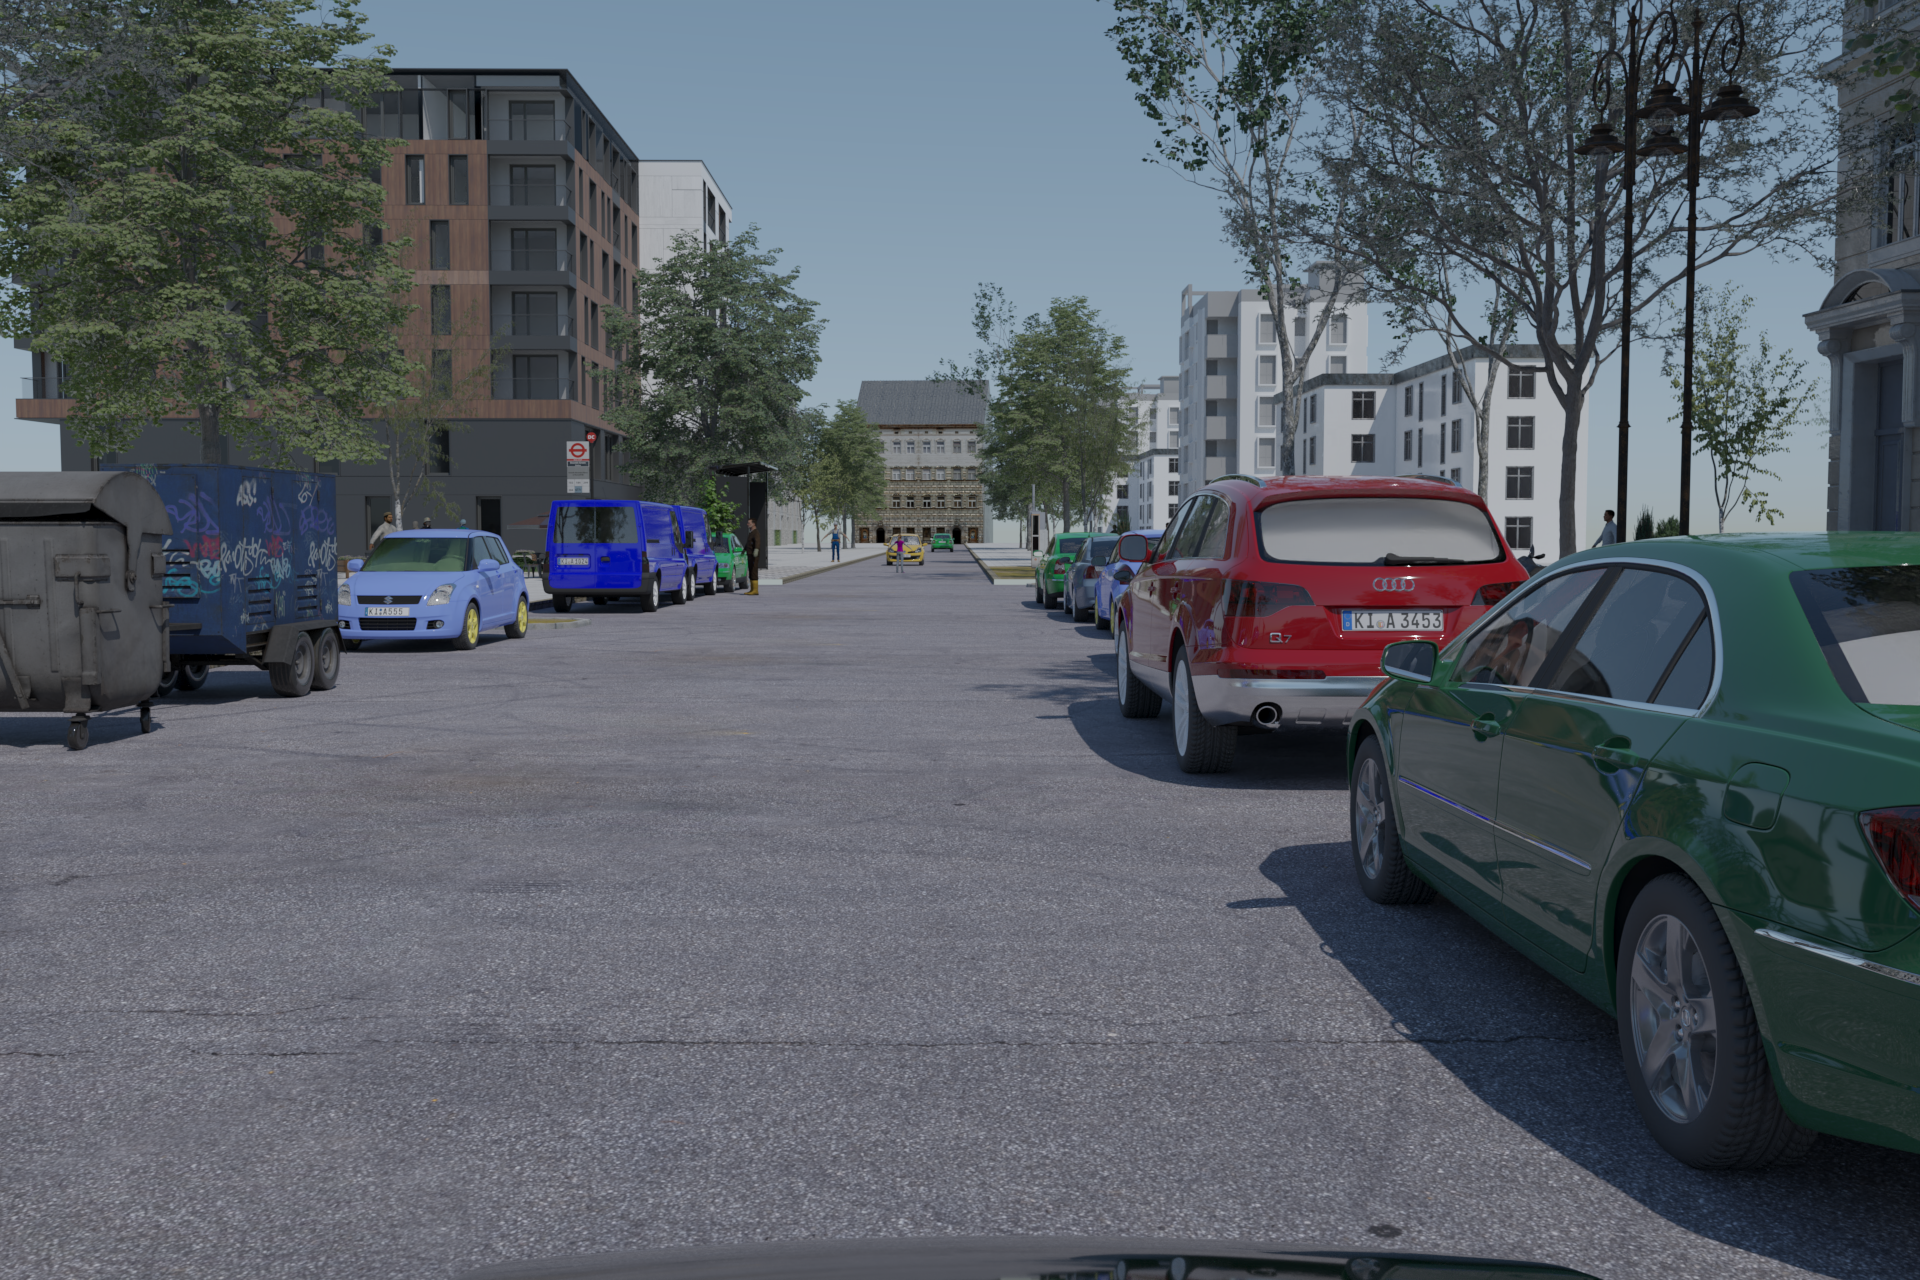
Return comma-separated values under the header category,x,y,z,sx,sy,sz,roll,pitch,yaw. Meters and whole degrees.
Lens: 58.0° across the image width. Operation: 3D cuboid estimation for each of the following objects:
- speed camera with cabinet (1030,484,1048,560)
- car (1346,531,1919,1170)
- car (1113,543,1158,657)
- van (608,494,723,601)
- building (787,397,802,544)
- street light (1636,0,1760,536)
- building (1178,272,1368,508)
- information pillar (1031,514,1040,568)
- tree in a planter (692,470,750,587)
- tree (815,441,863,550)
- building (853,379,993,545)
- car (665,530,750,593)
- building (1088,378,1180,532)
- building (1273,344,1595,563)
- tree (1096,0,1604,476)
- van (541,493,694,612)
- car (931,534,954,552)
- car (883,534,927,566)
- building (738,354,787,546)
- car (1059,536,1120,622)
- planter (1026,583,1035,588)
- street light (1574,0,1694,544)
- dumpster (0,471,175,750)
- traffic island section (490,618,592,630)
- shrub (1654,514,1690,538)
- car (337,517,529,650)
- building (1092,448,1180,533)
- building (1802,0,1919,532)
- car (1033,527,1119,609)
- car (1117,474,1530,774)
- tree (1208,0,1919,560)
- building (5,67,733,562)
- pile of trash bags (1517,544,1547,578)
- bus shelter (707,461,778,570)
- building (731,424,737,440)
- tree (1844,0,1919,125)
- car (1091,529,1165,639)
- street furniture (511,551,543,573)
category,x,y,z,sx,sy,sz,roll,pitch,yaw
speed camera with cabinet,3.126,-4.529,68.390,0.660,3.252,2.038,0,4,-1
car,2.513,0.395,5.343,2.131,1.459,4.920,0,4,-1
car,2.670,-0.381,18.240,2.014,1.417,4.499,0,4,-1
van,-6.644,-2.102,38.757,2.240,2.365,5.245,0,4,0
building,-29.634,-21.554,218.870,16.747,18.905,31.486,0,4,-1
street light,6.472,-2.605,15.378,0.468,5.910,1.993,0,4,0
building,21.858,-16.854,131.979,16.016,20.090,11.380,0,4,-1
information pillar,2.813,-3.680,64.652,0.304,2.012,0.304,0,4,-1
tree in a planter,-6.916,-3.118,48.200,1.991,3.239,1.994,0,4,0
tree,-9.545,-11.411,136.924,4.737,8.622,4.395,0,3,0
building,-4.902,-25.209,245.554,18.063,23.208,19.493,0,4,5
car,-6.393,-2.139,43.770,1.959,1.807,4.718,0,3,0
building,21.323,-22.162,218.760,16.016,20.090,11.380,0,4,-1
building,23.437,-9.082,90.637,9.099,9.664,28.070,0,3,0
tree,9.908,-11.638,46.164,12.611,20.169,13.585,0,3,0
van,-6.501,-1.774,33.391,2.240,2.365,5.245,0,4,0
car,-1.420,-7.900,137.962,1.959,1.807,4.718,0,4,-1
car,-2.502,-4.247,79.659,2.015,1.641,3.980,0,4,0
building,-28.070,-19.336,182.604,16.747,18.905,31.486,0,4,-1
car,2.724,-1.074,29.558,2.014,1.417,4.499,0,4,0
planter,2.811,-1.588,47.104,1.991,0.319,1.994,0,3,0
street light,5.889,-2.601,15.320,0.468,5.910,1.993,0,3,0
dumpster,-6.556,-0.226,11.905,1.865,1.857,1.264,0,3,0
traffic island section,-6.827,-0.248,26.920,1.991,0.108,1.994,0,4,1
shrub,28.054,-3.934,68.368,1.661,2.075,1.752,0,3,0
car,-6.834,-0.789,22.483,1.945,1.707,3.694,0,4,0
building,19.607,-14.783,183.847,9.099,9.664,28.070,0,4,0
building,24.313,-14.675,25.836,13.634,28.700,20.117,0,4,0
car,2.469,-1.573,34.523,1.959,1.807,4.718,0,4,-1
car,2.297,-0.198,11.918,2.281,1.827,5.304,0,4,-1
tree,9.165,-7.062,25.831,12.009,13.543,11.850,0,3,0
building,-27.966,-15.205,92.571,27.936,21.610,32.646,0,4,-1
pile of trash bags,6.296,-0.740,21.848,1.912,1.369,3.447,0,3,0
bus shelter,-7.349,-4.143,59.023,1.731,3.624,6.357,0,4,-1
building,-26.943,-15.991,127.903,16.747,18.905,31.486,0,4,0
tree,9.051,-6.255,8.928,9.857,13.997,8.962,0,3,0
car,2.881,-0.935,24.875,1.945,1.707,3.694,0,4,-1
street furniture,-13.561,-2.703,59.827,5.734,0.657,10.072,0,4,-6
